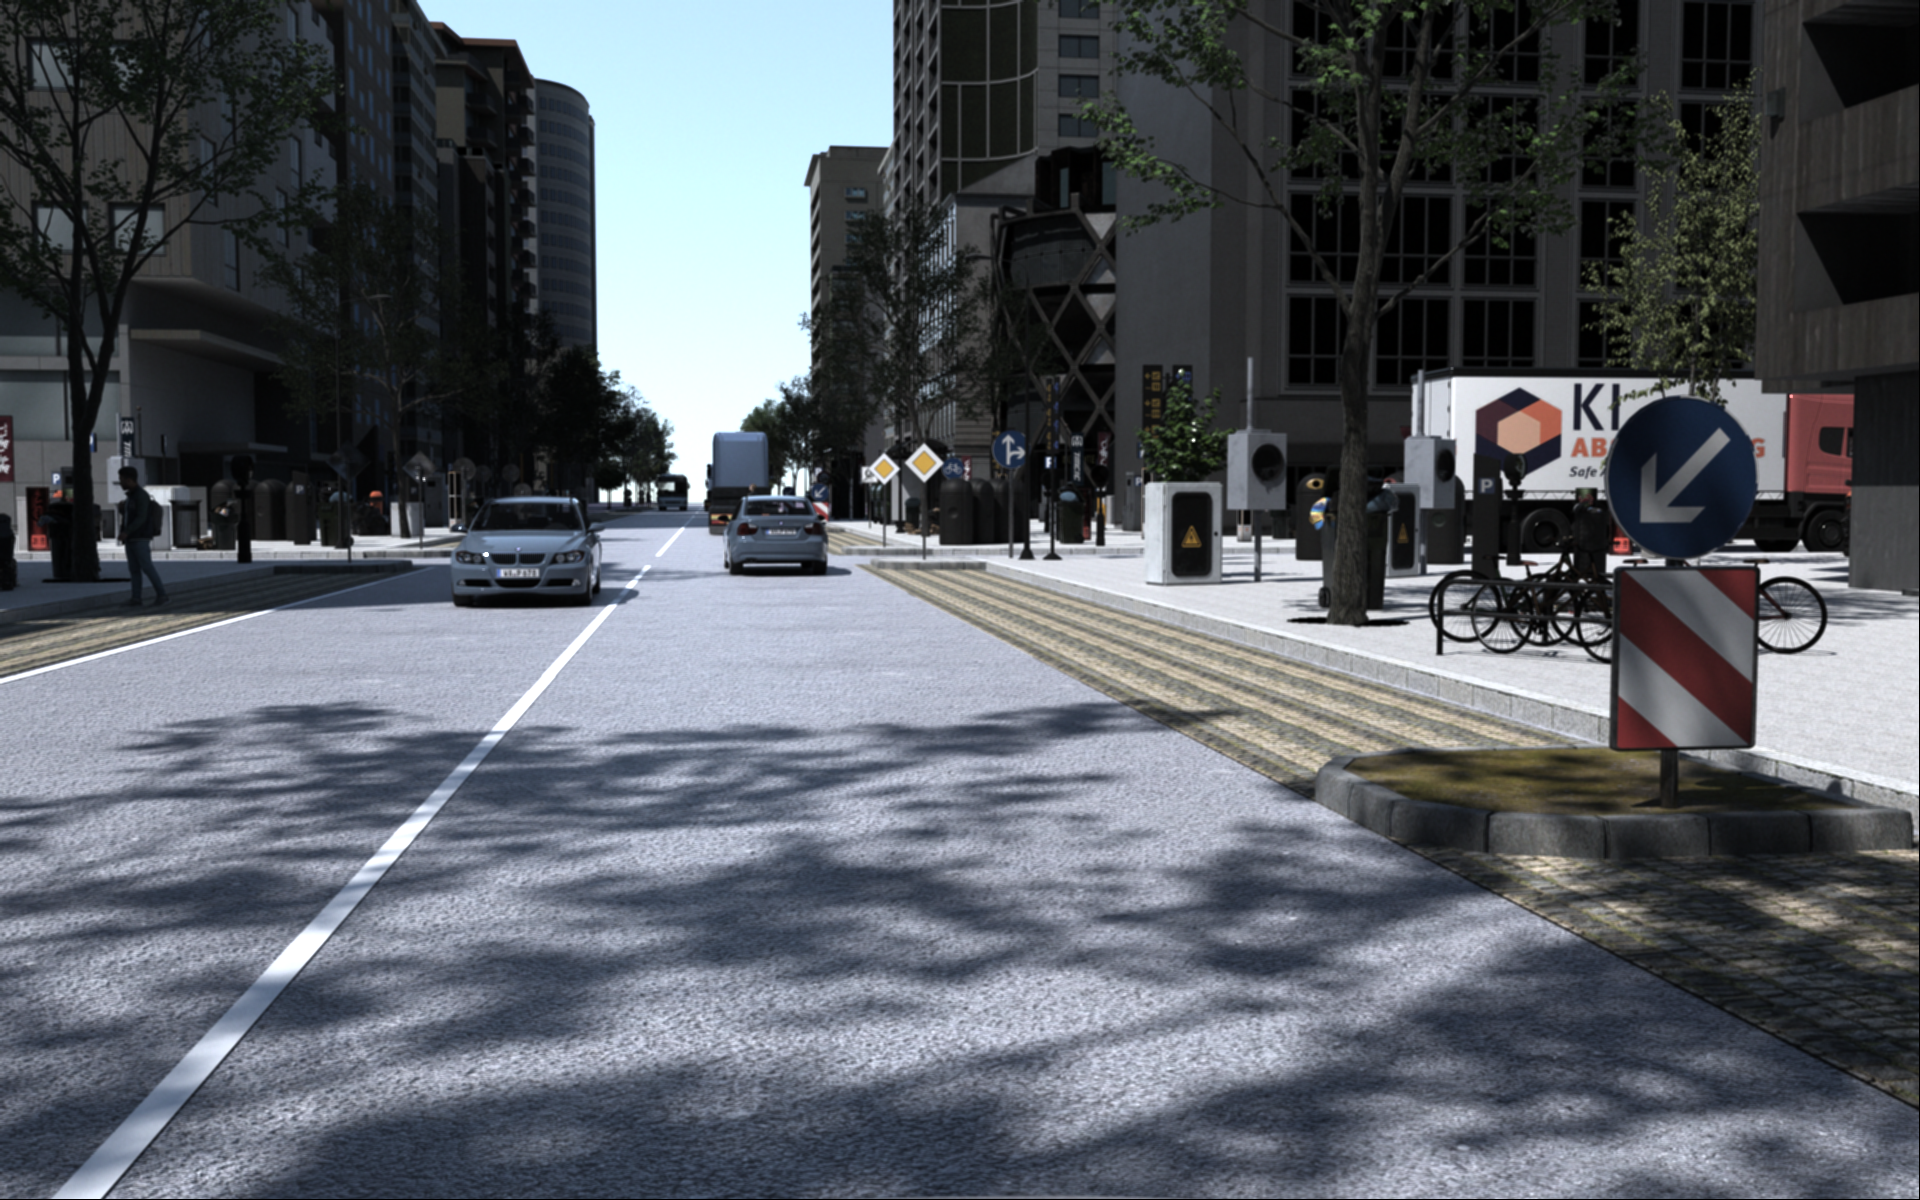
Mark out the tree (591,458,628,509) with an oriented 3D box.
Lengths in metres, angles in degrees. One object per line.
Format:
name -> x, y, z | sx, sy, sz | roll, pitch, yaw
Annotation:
tree -> -30.663, -10.255, 151.378 | 4.285, 4.588, 4.351 | 0, 3, 0

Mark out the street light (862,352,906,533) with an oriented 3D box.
street light -> -2.497, -5.147, 56.700 | 1.470, 5.913, 1.316 | 0, 4, -8

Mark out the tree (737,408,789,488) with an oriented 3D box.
tree -> -26.679, -19.008, 228.902 | 7.486, 12.596, 7.792 | 0, 3, 0

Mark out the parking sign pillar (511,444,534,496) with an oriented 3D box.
parking sign pillar -> -22.653, -6.177, 89.471 | 1.447, 3.967, 1.447 | 2, 4, 31

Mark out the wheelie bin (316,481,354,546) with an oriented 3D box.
wheelie bin -> -15.330, -2.118, 42.530 | 0.980, 1.594, 0.693 | 1, 4, 22

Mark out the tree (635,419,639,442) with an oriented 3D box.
tree -> -26.067, -11.412, 121.006 | 8.767, 10.594, 7.601 | 1, 4, 17

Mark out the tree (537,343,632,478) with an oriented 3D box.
tree -> -28.395, -12.963, 130.066 | 7.486, 12.596, 7.792 | 0, 3, 0

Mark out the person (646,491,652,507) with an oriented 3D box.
person -> -31.885, -10.325, 177.754 | 0.568, 1.767, 0.683 | 1, 4, 19

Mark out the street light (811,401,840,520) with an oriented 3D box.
street light -> -6.714, -6.967, 86.455 | 1.470, 5.913, 1.316 | 0, 4, -8

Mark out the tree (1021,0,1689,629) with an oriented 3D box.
tree -> 3.935, -5.558, 16.630 | 9.928, 11.665, 9.643 | 0, 3, 0

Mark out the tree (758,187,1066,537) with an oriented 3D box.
tree -> -0.978, -7.195, 52.055 | 8.767, 10.594, 7.601 | 0, 4, 5

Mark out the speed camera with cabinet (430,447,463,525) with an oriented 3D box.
speed camera with cabinet -> -21.488, -4.766, 72.258 | 2.038, 3.252, 0.660 | 3, 5, 42

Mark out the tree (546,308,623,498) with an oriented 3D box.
tree -> -20.890, -8.932, 80.453 | 8.767, 10.594, 7.601 | -1, 4, -20

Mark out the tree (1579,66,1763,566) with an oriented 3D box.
tree -> 13.132, -4.917, 30.760 | 4.737, 8.622, 4.395 | 0, 3, 0

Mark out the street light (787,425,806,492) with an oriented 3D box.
street light -> -10.880, -8.768, 115.901 | 1.470, 5.913, 1.316 | 0, 4, -8

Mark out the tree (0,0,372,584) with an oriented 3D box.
tree -> -12.628, -6.072, 25.026 | 9.928, 11.665, 9.643 | 0, 3, 0

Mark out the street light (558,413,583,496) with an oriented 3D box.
street light -> -22.445, -7.756, 99.353 | 1.470, 5.913, 1.316 | 0, 4, -8

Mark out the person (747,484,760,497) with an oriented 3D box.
person -> -6.887, -3.016, 58.231 | 0.534, 1.772, 0.576 | 1, 4, 18

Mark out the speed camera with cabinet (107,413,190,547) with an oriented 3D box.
speed camera with cabinet -> -19.856, -2.939, 42.387 | 2.038, 3.252, 0.660 | 1, 4, 19

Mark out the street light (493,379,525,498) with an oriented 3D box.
street light -> -18.235, -5.956, 69.914 | 1.470, 5.913, 1.316 | 0, 4, -8

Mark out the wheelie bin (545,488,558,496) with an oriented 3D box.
wheelie bin -> -22.878, -5.452, 97.051 | 0.693, 1.594, 0.980 | -2, 4, -30

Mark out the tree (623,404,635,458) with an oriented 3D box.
tree -> -24.597, -10.604, 107.788 | 7.601, 10.594, 8.767 | -1, 4, -14

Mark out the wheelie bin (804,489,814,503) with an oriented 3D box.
wheelie bin -> -9.394, -6.170, 108.787 | 0.693, 1.594, 0.980 | 1, 4, 10

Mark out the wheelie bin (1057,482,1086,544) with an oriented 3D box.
wheelie bin -> 2.866, -2.251, 44.704 | 0.693, 1.594, 0.980 | 0, 4, -8

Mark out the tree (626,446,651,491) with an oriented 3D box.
tree -> -41.485, -16.613, 221.983 | 4.360, 8.622, 3.978 | 0, 3, 0

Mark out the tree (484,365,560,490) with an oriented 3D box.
tree -> -23.512, -8.815, 94.482 | 4.360, 8.622, 3.978 | 0, 3, 0

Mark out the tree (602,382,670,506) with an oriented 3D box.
tree -> -36.475, -17.043, 189.016 | 12.009, 13.543, 11.850 | 0, 3, 0

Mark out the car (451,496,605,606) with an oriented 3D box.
car -> -5.866, -0.717, 23.734 | 2.014, 1.417, 4.499 | -1, 4, -9

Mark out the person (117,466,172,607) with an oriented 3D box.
person -> -10.380, -0.796, 21.855 | 0.623, 1.781, 0.721 | 3, 4, 38

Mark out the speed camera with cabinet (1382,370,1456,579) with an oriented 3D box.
speed camera with cabinet -> 6.982, -1.999, 27.027 | 2.038, 3.252, 0.660 | -3, 5, -45

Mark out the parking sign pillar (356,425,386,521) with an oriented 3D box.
parking sign pillar -> -23.057, -4.847, 67.719 | 1.447, 3.967, 1.447 | 3, 4, 36

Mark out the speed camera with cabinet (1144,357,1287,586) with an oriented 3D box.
speed camera with cabinet -> 3.657, -1.859, 24.723 | 2.038, 3.252, 0.660 | -2, 4, -23

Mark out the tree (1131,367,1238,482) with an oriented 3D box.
tree -> 3.354, -1.957, 26.601 | 1.663, 3.219, 1.824 | 0, 3, 0

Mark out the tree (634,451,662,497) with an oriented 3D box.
tree -> -42.892, -17.448, 235.641 | 4.737, 8.622, 4.395 | 0, 3, 0

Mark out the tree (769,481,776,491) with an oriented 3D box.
tree -> -30.556, -17.329, 267.034 | 4.285, 4.588, 4.351 | 0, 3, 0

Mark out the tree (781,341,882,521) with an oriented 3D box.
tree -> -5.298, -7.989, 80.987 | 4.360, 8.622, 3.978 | 0, 3, 0

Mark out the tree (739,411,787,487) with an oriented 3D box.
tree -> -29.738, -21.462, 257.551 | 9.857, 13.997, 8.962 | 0, 3, 0

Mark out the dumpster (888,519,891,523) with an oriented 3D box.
dumpster -> -2.825, -4.570, 77.219 | 1.502, 2.255, 1.985 | 0, 4, -8

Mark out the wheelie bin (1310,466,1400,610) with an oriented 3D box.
wheelie bin -> 4.430, -0.698, 19.317 | 0.980, 1.594, 0.693 | 0, 4, -5

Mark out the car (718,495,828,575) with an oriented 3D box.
car -> -3.460, -1.230, 32.117 | 2.014, 1.417, 4.499 | -1, 4, -10

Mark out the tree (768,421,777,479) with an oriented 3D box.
tree -> -18.326, -13.670, 173.874 | 4.360, 8.622, 3.978 | 0, 3, 0

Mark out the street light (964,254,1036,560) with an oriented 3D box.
street light -> 0.776, -3.742, 33.720 | 1.470, 5.913, 1.316 | 0, 4, -8

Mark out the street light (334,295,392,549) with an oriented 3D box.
street light -> -13.945, -4.156, 40.486 | 1.470, 5.913, 1.316 | 0, 4, -8

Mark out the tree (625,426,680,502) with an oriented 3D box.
tree -> -48.591, -21.610, 270.330 | 9.611, 12.733, 9.660 | 0, 3, 0

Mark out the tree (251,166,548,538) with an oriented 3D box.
tree -> -16.476, -7.074, 50.066 | 7.601, 10.594, 8.767 | 0, 4, -7

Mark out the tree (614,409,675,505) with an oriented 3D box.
tree -> -38.422, -17.300, 208.614 | 9.928, 11.665, 9.643 | 0, 3, 0

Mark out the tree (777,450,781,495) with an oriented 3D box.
tree -> -8.155, -9.493, 105.566 | 4.360, 8.622, 3.978 | 0, 3, 0

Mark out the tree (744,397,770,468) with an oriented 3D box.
tree -> -19.062, -15.646, 181.561 | 9.928, 11.665, 9.643 | 0, 3, 0
